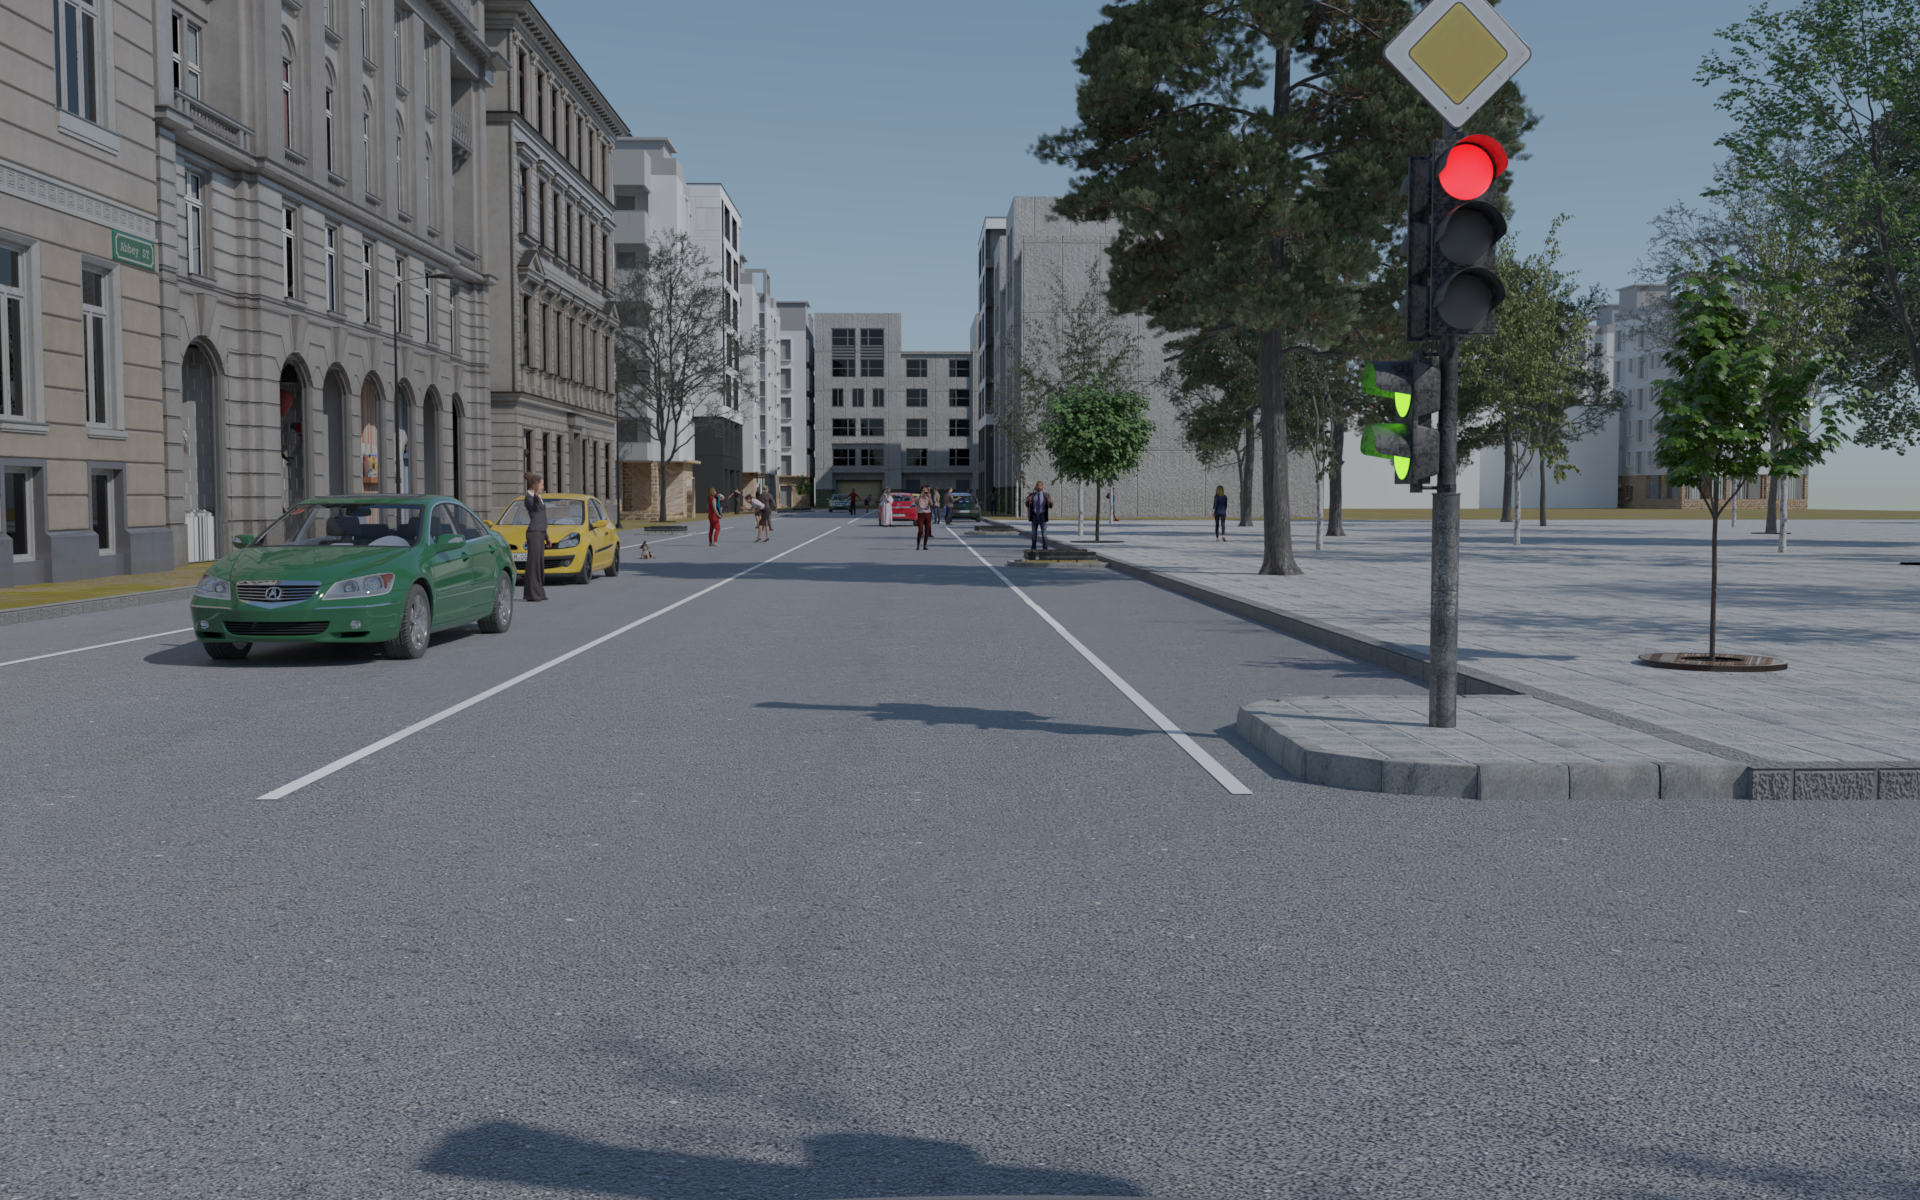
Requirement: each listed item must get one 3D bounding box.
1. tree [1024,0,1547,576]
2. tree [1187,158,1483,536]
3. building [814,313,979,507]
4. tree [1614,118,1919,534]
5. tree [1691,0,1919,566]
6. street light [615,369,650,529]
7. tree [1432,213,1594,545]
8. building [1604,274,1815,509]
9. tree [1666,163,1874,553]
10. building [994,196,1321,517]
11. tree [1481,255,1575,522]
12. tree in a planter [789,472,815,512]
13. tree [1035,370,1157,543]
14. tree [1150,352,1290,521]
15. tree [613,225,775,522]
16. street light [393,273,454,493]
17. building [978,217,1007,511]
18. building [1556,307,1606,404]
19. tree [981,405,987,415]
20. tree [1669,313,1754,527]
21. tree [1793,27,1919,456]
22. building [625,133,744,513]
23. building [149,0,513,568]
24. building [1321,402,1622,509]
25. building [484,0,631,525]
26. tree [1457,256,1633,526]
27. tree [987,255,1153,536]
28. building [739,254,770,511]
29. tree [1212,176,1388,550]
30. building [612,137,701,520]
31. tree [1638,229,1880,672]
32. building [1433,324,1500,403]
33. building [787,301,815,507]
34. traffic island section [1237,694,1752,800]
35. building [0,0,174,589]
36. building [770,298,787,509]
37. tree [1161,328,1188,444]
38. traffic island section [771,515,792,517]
[{"bbox_3d":[5.029,-7.343,27.488,7.806,13.903,7.818,0,3,0],"label":"tree"},{"bbox_3d":[11.498,-7.984,52.602,6.751,12.117,7.091,0,3,0],"label":"tree"},{"bbox_3d":[1.316,-19.051,177.948,31.486,18.905,16.747,0,4,-2],"label":"building"},{"bbox_3d":[26.063,-8.849,55.048,12.009,13.543,11.850,0,3,0],"label":"tree"},{"bbox_3d":[17.373,-6.421,30.740,9.928,11.665,9.643,0,3,0],"label":"tree"},{"bbox_3d":[-12.190,-5.621,64.439,1.470,5.913,1.316,0,4,-2],"label":"street light"},{"bbox_3d":[13.821,-5.660,42.896,4.737,8.622,4.395,0,3,0],"label":"tree"},{"bbox_3d":[66.311,-18.198,153.949,11.380,20.091,16.016,0,4,-2],"label":"building"},{"bbox_3d":[17.769,-5.339,37.660,4.737,8.622,4.395,0,3,0],"label":"tree"},{"bbox_3d":[11.321,-15.003,111.752,16.747,18.905,31.486,0,4,-2],"label":"building"},{"bbox_3d":[24.968,-9.577,78.631,6.751,12.117,7.091,0,3,0],"label":"tree"},{"bbox_3d":[-12.602,-8.630,138.328,1.991,3.239,1.994,0,4,-2],"label":"tree in a planter"},{"bbox_3d":[3.583,-3.800,45.839,4.285,4.588,4.351,0,3,0],"label":"tree"},{"bbox_3d":[13.329,-8.991,81.423,8.767,10.594,7.601,0,4,-2],"label":"tree"},{"bbox_3d":[-13.391,-10.286,78.549,12.009,13.543,11.850,0,3,0],"label":"tree"},{"bbox_3d":[-11.341,-3.915,36.551,1.470,5.913,1.316,0,4,-2],"label":"street light"},{"bbox_3d":[15.349,-18.379,144.478,27.936,21.610,32.646,0,4,-2],"label":"building"},{"bbox_3d":[62.204,-19.706,178.615,11.380,20.091,16.016,0,4,-2],"label":"building"},{"bbox_3d":[3.327,-8.778,93.889,4.360,8.622,3.978,0,3,0],"label":"tree"},{"bbox_3d":[29.841,-7.132,66.972,4.360,8.622,3.978,0,3,0],"label":"tree"},{"bbox_3d":[25.612,-8.306,42.458,9.857,13.997,8.962,0,3,0],"label":"tree"},{"bbox_3d":[-29.547,-16.363,111.517,27.936,21.610,32.646,0,4,-2],"label":"building"},{"bbox_3d":[-19.791,-12.155,40.537,13.314,21.916,24.055,0,4,-2],"label":"building"},{"bbox_3d":[45.847,-13.163,157.358,28.070,9.664,9.099,0,4,-2],"label":"building"},{"bbox_3d":[-18.614,-12.090,62.296,10.561,19.102,19.286,0,4,-2],"label":"building"},{"bbox_3d":[22.865,-8.205,68.557,7.601,10.594,8.767,-1,4,-10],"label":"tree"},{"bbox_3d":[3.449,-6.263,52.763,4.360,8.622,3.978,0,3,0],"label":"tree"},{"bbox_3d":[-23.533,-17.011,134.543,16.016,20.091,11.380,0,4,-2],"label":"building"},{"bbox_3d":[8.007,-5.442,39.340,4.360,8.622,3.978,0,3,0],"label":"tree"},{"bbox_3d":[-21.952,-14.274,89.803,16.016,20.091,11.380,0,4,-2],"label":"building"},{"bbox_3d":[5.530,-1.112,12.776,1.663,3.219,1.824,0,3,0],"label":"tree"},{"bbox_3d":[50.856,-19.629,177.358,11.380,20.091,16.016,0,4,-2],"label":"building"},{"bbox_3d":[-20.693,-19.562,176.252,11.380,20.091,16.016,0,4,-2],"label":"building"},{"bbox_3d":[2.685,0.778,9.563,2.009,0.180,2.903,0,4,-2],"label":"traffic island section"},{"bbox_3d":[-19.114,-14.213,18.294,13.634,28.700,20.117,0,4,-2],"label":"building"},{"bbox_3d":[-21.708,-18.074,151.934,11.380,20.091,16.016,0,4,-2],"label":"building"},{"bbox_3d":[11.378,-8.924,67.963,6.751,12.117,7.091,0,3,0],"label":"tree"},{"bbox_3d":[-11.813,-5.407,111.262,1.991,0.108,1.994,0,4,-2],"label":"traffic island section"}]
